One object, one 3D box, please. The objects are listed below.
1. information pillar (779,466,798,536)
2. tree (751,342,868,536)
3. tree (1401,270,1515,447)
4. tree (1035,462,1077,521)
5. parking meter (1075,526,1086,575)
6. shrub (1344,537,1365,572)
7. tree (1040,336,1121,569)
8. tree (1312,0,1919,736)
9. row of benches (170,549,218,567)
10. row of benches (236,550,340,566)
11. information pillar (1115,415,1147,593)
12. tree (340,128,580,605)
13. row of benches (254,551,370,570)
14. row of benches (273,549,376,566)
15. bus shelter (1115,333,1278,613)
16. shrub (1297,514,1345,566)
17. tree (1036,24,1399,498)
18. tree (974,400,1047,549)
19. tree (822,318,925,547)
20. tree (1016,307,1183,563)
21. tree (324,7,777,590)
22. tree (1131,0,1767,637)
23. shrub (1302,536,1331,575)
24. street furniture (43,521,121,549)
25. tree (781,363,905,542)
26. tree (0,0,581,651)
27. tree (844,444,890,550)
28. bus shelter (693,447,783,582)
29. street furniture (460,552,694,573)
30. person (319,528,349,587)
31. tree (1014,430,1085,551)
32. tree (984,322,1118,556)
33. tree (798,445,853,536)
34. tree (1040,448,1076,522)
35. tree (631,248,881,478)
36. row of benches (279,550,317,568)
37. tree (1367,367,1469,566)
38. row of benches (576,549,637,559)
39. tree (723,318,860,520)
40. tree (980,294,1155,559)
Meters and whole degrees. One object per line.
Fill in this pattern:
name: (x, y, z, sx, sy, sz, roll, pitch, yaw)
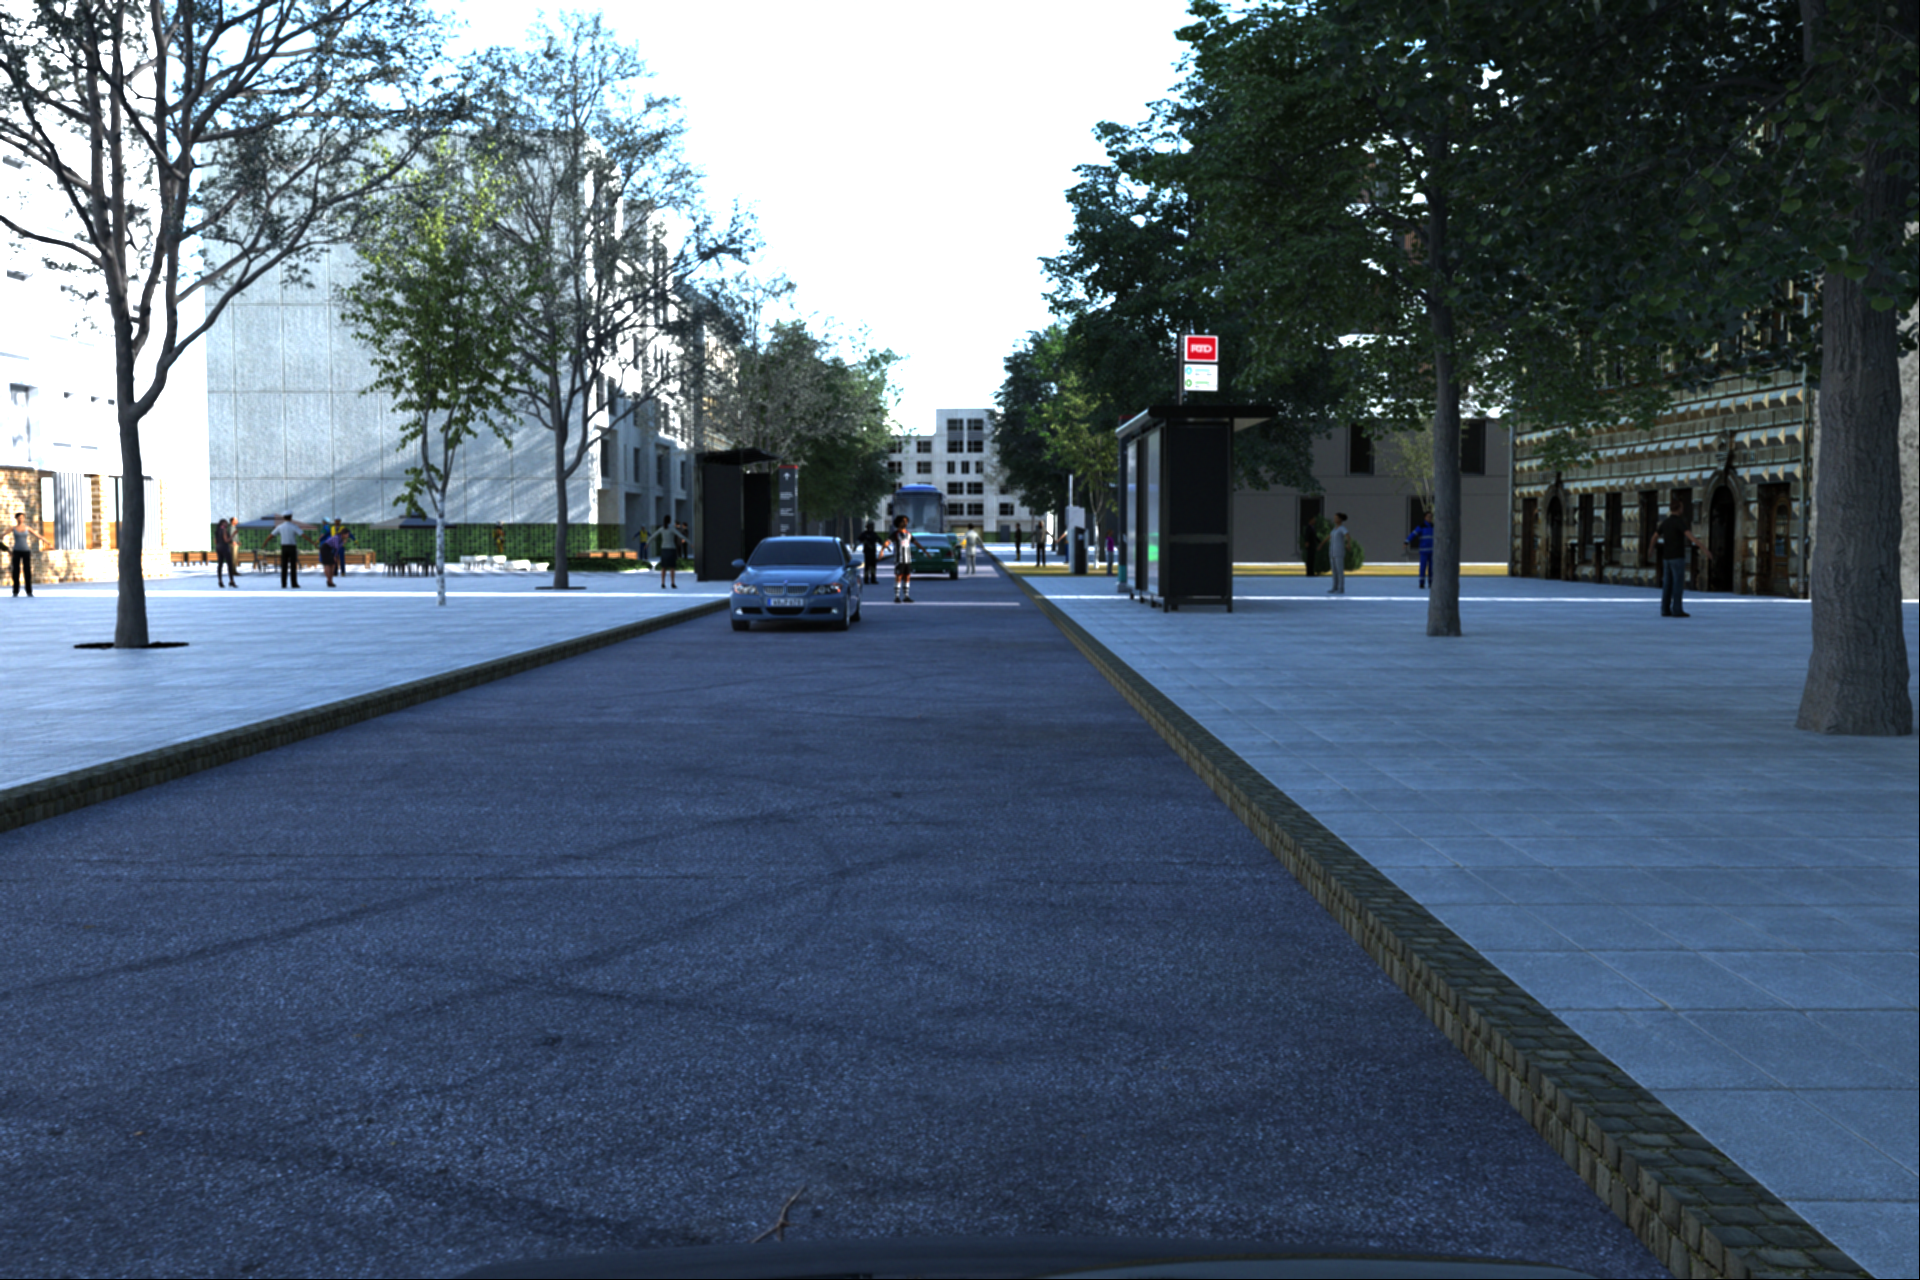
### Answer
information pillar: (-6.512, -4.671, 65.747, 0.750, 3.857, 0.750, 0, 4, 2)
tree: (-9.187, -11.172, 100.783, 7.486, 12.596, 7.792, 0, 3, 0)
tree: (20.640, -9.198, 60.755, 12.009, 13.543, 11.850, 0, 3, 0)
tree: (6.556, -10.107, 115.609, 4.360, 8.622, 3.978, 0, 3, 0)
parking meter: (3.823, -2.846, 54.950, 0.372, 1.533, 0.369, 0, 3, 0)
shrub: (13.346, -2.942, 59.210, 1.383, 1.207, 1.383, 0, 3, 0)
tree: (5.015, -6.926, 63.607, 4.737, 8.622, 4.395, 0, 3, 0)
tree: (5.872, -6.368, 10.778, 9.857, 13.997, 8.962, 0, 3, 0)
row of benches: (-31.014, -3.304, 69.482, 1.422, 0.672, 4.104, 0, 4, 5)
row of benches: (-26.914, -3.294, 69.317, 4.104, 0.672, 1.422, -1, 4, -14)
information pillar: (3.808, -2.971, 37.957, 0.750, 3.857, 0.750, 0, 4, 0)
tree: (-9.231, -4.940, 31.128, 4.737, 8.622, 4.395, 0, 3, 0)
row of benches: (-23.654, -2.909, 63.018, 4.104, 0.672, 1.422, 0, 4, -8)
row of benches: (-26.103, -3.424, 71.437, 4.104, 0.672, 1.422, -1, 4, -14)
bus shelter: (4.126, -3.349, 32.392, 2.179, 5.291, 8.768, 0, 3, 0)
shrub: (12.847, -3.499, 61.620, 1.690, 2.028, 1.600, 0, 3, 0)
tree: (6.714, -8.483, 45.349, 9.857, 13.997, 8.962, 0, 3, 0)
tree: (6.260, -14.616, 149.333, 12.009, 13.543, 11.850, 0, 3, 0)
tree: (-9.357, -18.282, 154.801, 12.611, 20.169, 13.585, 0, 3, 0)
tree: (6.385, -9.305, 77.888, 9.928, 11.665, 9.643, 0, 3, 0)
tree: (-9.146, -7.926, 39.968, 12.009, 13.543, 11.850, 0, 3, 0)
tree: (5.865, -6.345, 21.868, 7.486, 12.596, 7.792, 0, 3, 0)
shrub: (11.254, -2.642, 54.317, 1.383, 1.207, 1.383, 0, 3, 0)
street furniture: (-32.447, -3.100, 57.538, 11.010, 1.723, 9.812, 3, 5, 40)
tree: (-8.747, -13.440, 126.394, 9.857, 13.997, 8.962, 0, 3, 0)
tree: (-9.228, -6.658, 19.220, 12.009, 13.543, 11.850, 0, 3, 0)
tree: (-9.249, -12.711, 142.238, 7.601, 10.594, 8.767, -2, 4, -27)
bus shelter: (-6.306, -3.581, 49.824, 1.731, 3.624, 6.357, 0, 4, 1)
street furniture: (-13.042, -2.785, 61.165, 10.072, 0.657, 5.734, 3, 4, 37)
person: (-15.149, -2.000, 41.976, 0.697, 1.427, 0.421, -1, 4, -9)
tree: (7.198, -12.473, 129.683, 9.928, 11.665, 9.643, 0, 3, 0)
tree: (6.168, -12.036, 103.437, 9.857, 13.997, 8.962, 0, 3, 0)
tree: (-8.995, -9.863, 111.618, 4.737, 8.622, 4.395, 0, 3, 0)
tree: (7.178, -10.502, 122.066, 4.737, 8.622, 4.395, 0, 3, 0)
tree: (-8.578, -9.994, 73.772, 12.009, 13.543, 11.850, 0, 3, 0)
row of benches: (-25.384, -3.110, 66.312, 1.422, 0.672, 4.104, -2, 4, -31)
tree: (19.319, -7.342, 70.396, 4.360, 8.622, 3.978, 0, 3, 0)
row of benches: (-14.397, -3.395, 70.968, 1.422, 0.672, 4.104, 1, 4, 17)
tree: (-9.097, -10.561, 90.807, 7.486, 12.596, 7.792, 0, 3, 0)
tree: (6.145, -10.901, 88.594, 12.009, 13.543, 11.850, 0, 3, 0)
